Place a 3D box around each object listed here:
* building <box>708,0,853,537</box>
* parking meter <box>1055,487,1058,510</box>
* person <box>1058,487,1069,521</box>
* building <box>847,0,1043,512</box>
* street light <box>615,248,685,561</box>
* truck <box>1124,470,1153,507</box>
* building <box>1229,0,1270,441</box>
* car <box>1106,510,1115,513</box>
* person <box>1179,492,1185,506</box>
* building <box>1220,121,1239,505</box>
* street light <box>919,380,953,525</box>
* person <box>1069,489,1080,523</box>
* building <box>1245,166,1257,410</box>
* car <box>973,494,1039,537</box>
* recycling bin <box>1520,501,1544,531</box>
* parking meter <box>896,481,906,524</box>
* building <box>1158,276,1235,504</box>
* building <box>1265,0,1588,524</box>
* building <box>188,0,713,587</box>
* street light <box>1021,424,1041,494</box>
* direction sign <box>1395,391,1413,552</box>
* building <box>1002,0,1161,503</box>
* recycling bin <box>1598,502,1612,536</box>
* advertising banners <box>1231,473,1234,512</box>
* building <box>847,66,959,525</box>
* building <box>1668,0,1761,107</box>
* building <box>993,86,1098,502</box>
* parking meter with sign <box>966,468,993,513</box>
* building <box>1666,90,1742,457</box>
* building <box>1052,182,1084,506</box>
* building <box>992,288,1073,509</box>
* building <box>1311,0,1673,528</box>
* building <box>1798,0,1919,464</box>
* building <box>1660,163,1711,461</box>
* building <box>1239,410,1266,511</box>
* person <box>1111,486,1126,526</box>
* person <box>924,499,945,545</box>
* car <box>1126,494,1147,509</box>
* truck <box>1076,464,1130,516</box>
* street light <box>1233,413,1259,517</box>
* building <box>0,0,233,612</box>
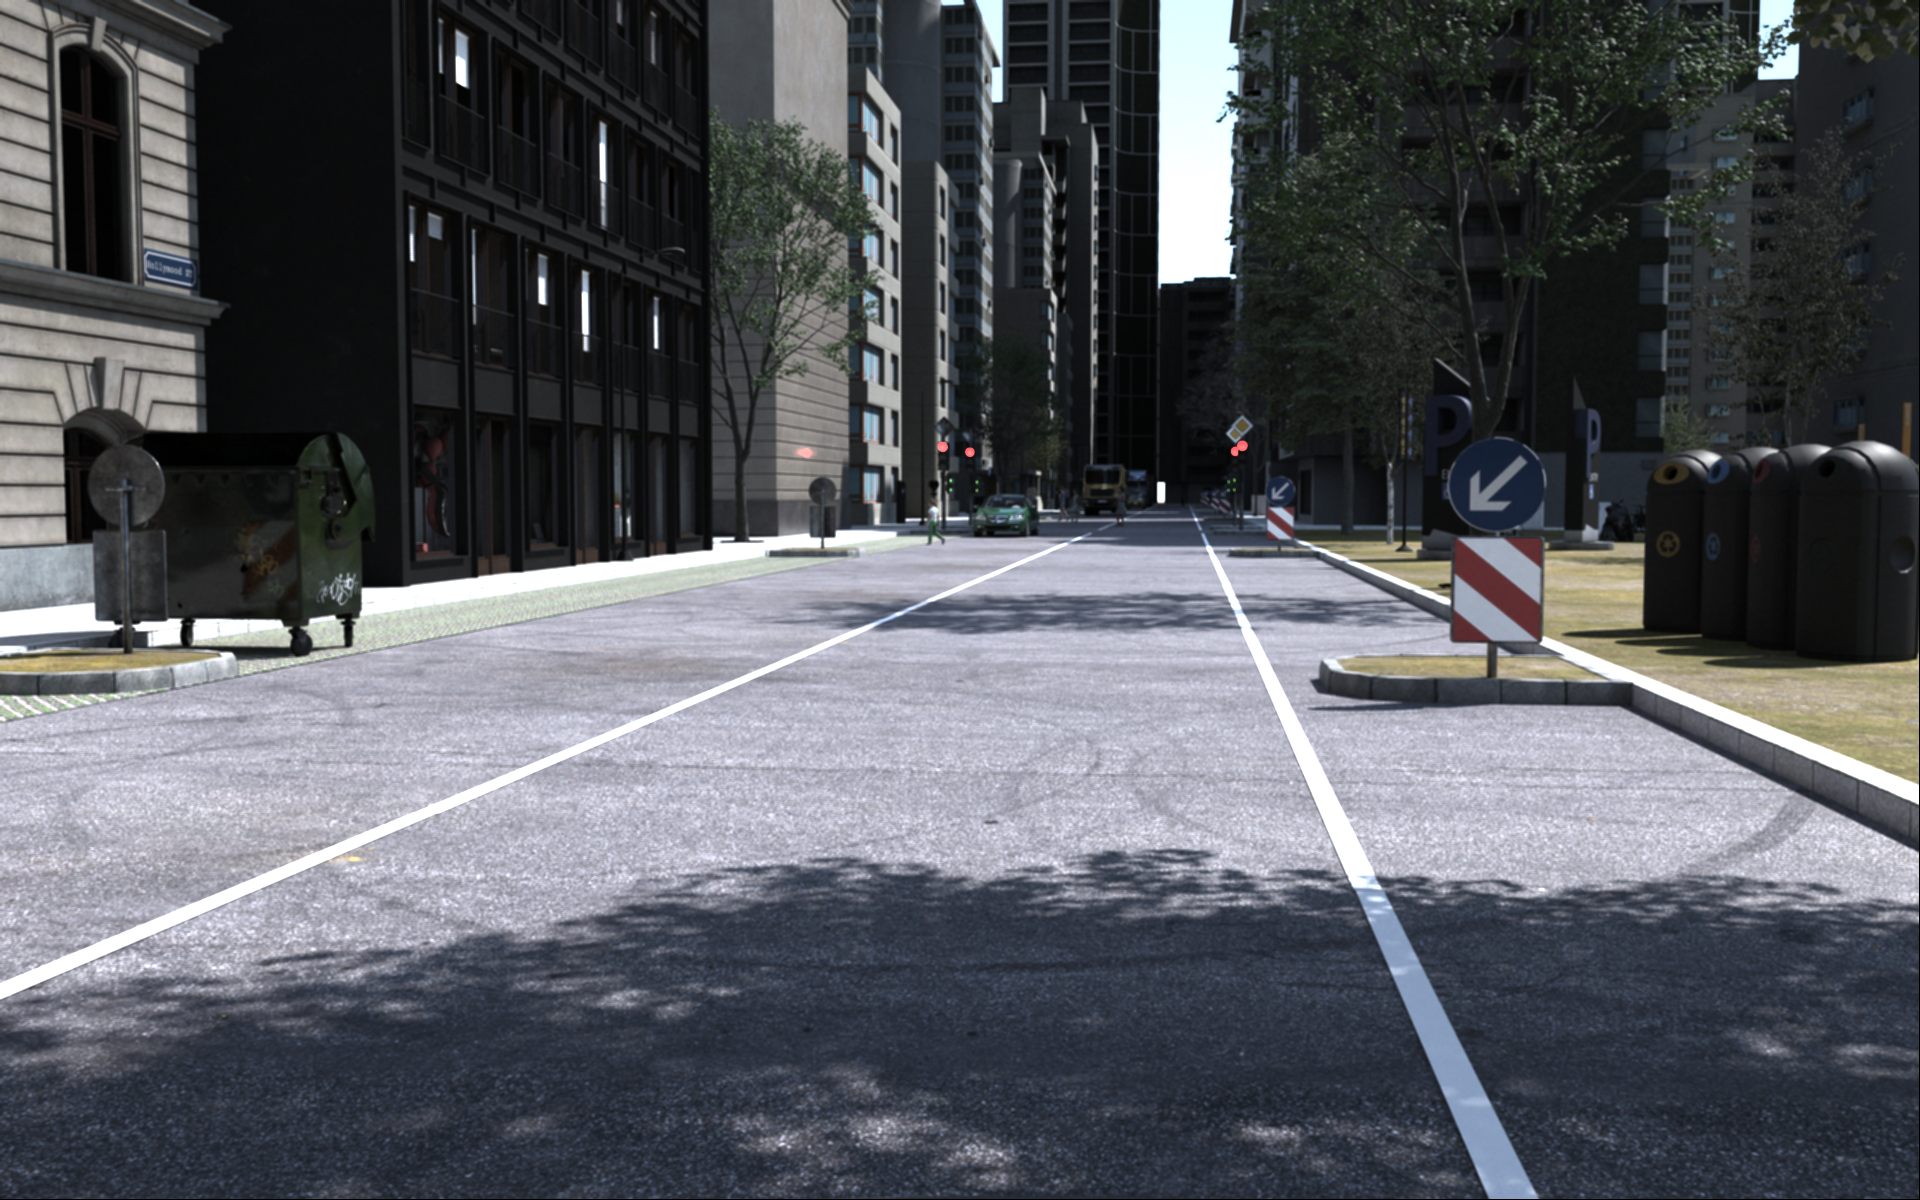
[{"bbox_3d":[-16.707,-15.962,58.245,25.104,27.353,12.463,0,4,7],"label":"building"},{"bbox_3d":[7.763,-8.167,139.243,0.255,1.863,0.399,0,4,1],"label":"parking meter"},{"bbox_3d":[5.410,-5.040,90.927,0.654,1.822,0.581,1,4,16],"label":"person"},{"bbox_3d":[-10.458,-26.690,128.257,32.217,40.220,23.993,0,4,7],"label":"building"},{"bbox_3d":[-5.883,-3.692,32.900,1.470,5.913,1.316,0,4,7],"label":"street light"},{"bbox_3d":[20.507,-12.749,198.211,2.967,4.110,18.799,1,4,9],"label":"truck"},{"bbox_3d":[41.387,-35.662,172.314,28.713,52.752,27.495,0,4,7],"label":"building"},{"bbox_3d":[10.990,-7.391,132.643,2.131,1.459,4.920,0,4,7],"label":"car"},{"bbox_3d":[26.277,-11.974,204.958,0.721,1.739,1.217,-1,4,-22],"label":"person"},{"bbox_3d":[42.710,-35.603,201.716,23.786,49.044,30.456,0,4,7],"label":"building"},{"bbox_3d":[-0.989,-6.001,70.658,1.470,5.913,1.316,0,4,7],"label":"street light"},{"bbox_3d":[5.795,-4.728,86.800,0.522,1.701,0.512,2,4,27],"label":"person"},{"bbox_3d":[32.329,-23.335,153.227,14.160,30.474,14.107,0,4,7],"label":"building"},{"bbox_3d":[1.611,-2.897,59.164,2.131,1.459,4.920,1,4,9],"label":"car"},{"bbox_3d":[20.006,-2.936,60.558,0.722,1.027,0.722,1,4,14],"label":"recycling bin"},{"bbox_3d":[-2.565,-4.257,75.319,0.255,1.863,0.399,2,4,35],"label":"parking meter"},{"bbox_3d":[33.697,-28.230,233.259,14.107,30.474,14.160,0,4,7],"label":"building"},{"bbox_3d":[22.782,-19.375,88.489,14.160,30.474,14.107,0,4,7],"label":"building"},{"bbox_3d":[-12.742,-12.357,31.712,12.332,23.373,15.834,0,4,7],"label":"building"},{"bbox_3d":[4.626,-8.676,114.401,1.470,5.913,1.316,0,4,7],"label":"street light"},{"bbox_3d":[9.927,-2.851,38.609,0.379,3.537,0.876,2,4,31],"label":"direction sign"},{"bbox_3d":[16.808,-48.839,236.765,20.611,71.187,20.563,0,4,7],"label":"building"},{"bbox_3d":[19.756,-2.527,53.871,0.722,1.027,0.722,-2,4,-24],"label":"recycling bin"},{"bbox_3d":[19.800,-7.922,125.710,0.090,3.025,2.074,0,4,1],"label":"advertising banners"},{"bbox_3d":[-15.628,-14.760,86.368,27.650,21.520,28.899,0,4,7],"label":"building"},{"bbox_3d":[93.157,-48.289,227.771,20.611,71.187,20.563,0,4,7],"label":"building"},{"bbox_3d":[5.709,-35.931,211.168,21.600,48.544,21.300,0,4,7],"label":"building"},{"bbox_3d":[1.253,-7.267,115.083,1.738,3.016,0.543,-1,4,-21],"label":"parking meter with sign"},{"bbox_3d":[92.493,-35.237,199.825,21.600,48.544,21.300,0,4,7],"label":"building"},{"bbox_3d":[-2.802,-30.316,187.549,32.217,40.220,23.993,0,4,7],"label":"building"},{"bbox_3d":[-4.237,-19.367,161.689,27.650,21.520,28.899,0,4,7],"label":"building"},{"bbox_3d":[20.943,-18.436,73.133,14.107,30.474,14.160,0,4,7],"label":"building"},{"bbox_3d":[46.712,-27.313,70.266,21.600,48.544,21.300,0,4,7],"label":"building"},{"bbox_3d":[68.558,-30.954,197.980,23.993,40.220,32.217,0,4,7],"label":"building"},{"bbox_3d":[32.312,-49.668,124.740,22.319,86.520,31.000,0,4,7],"label":"building"},{"bbox_3d":[7.016,-4.163,76.916,0.532,1.782,0.716,-2,4,-31],"label":"person"},{"bbox_3d":[-0.720,-2.201,48.733,0.590,1.304,0.306,1,4,20],"label":"person"},{"bbox_3d":[16.772,-9.455,164.816,2.015,1.641,3.980,0,4,8],"label":"car"},{"bbox_3d":[9.663,-7.300,115.281,3.469,3.379,9.791,0,4,7],"label":"truck"},{"bbox_3d":[16.349,-7.717,98.710,1.470,5.913,1.316,0,4,7],"label":"street light"},{"bbox_3d":[-17.137,-11.437,6.079,14.460,24.649,34.723,0,4,7],"label":"building"}]
